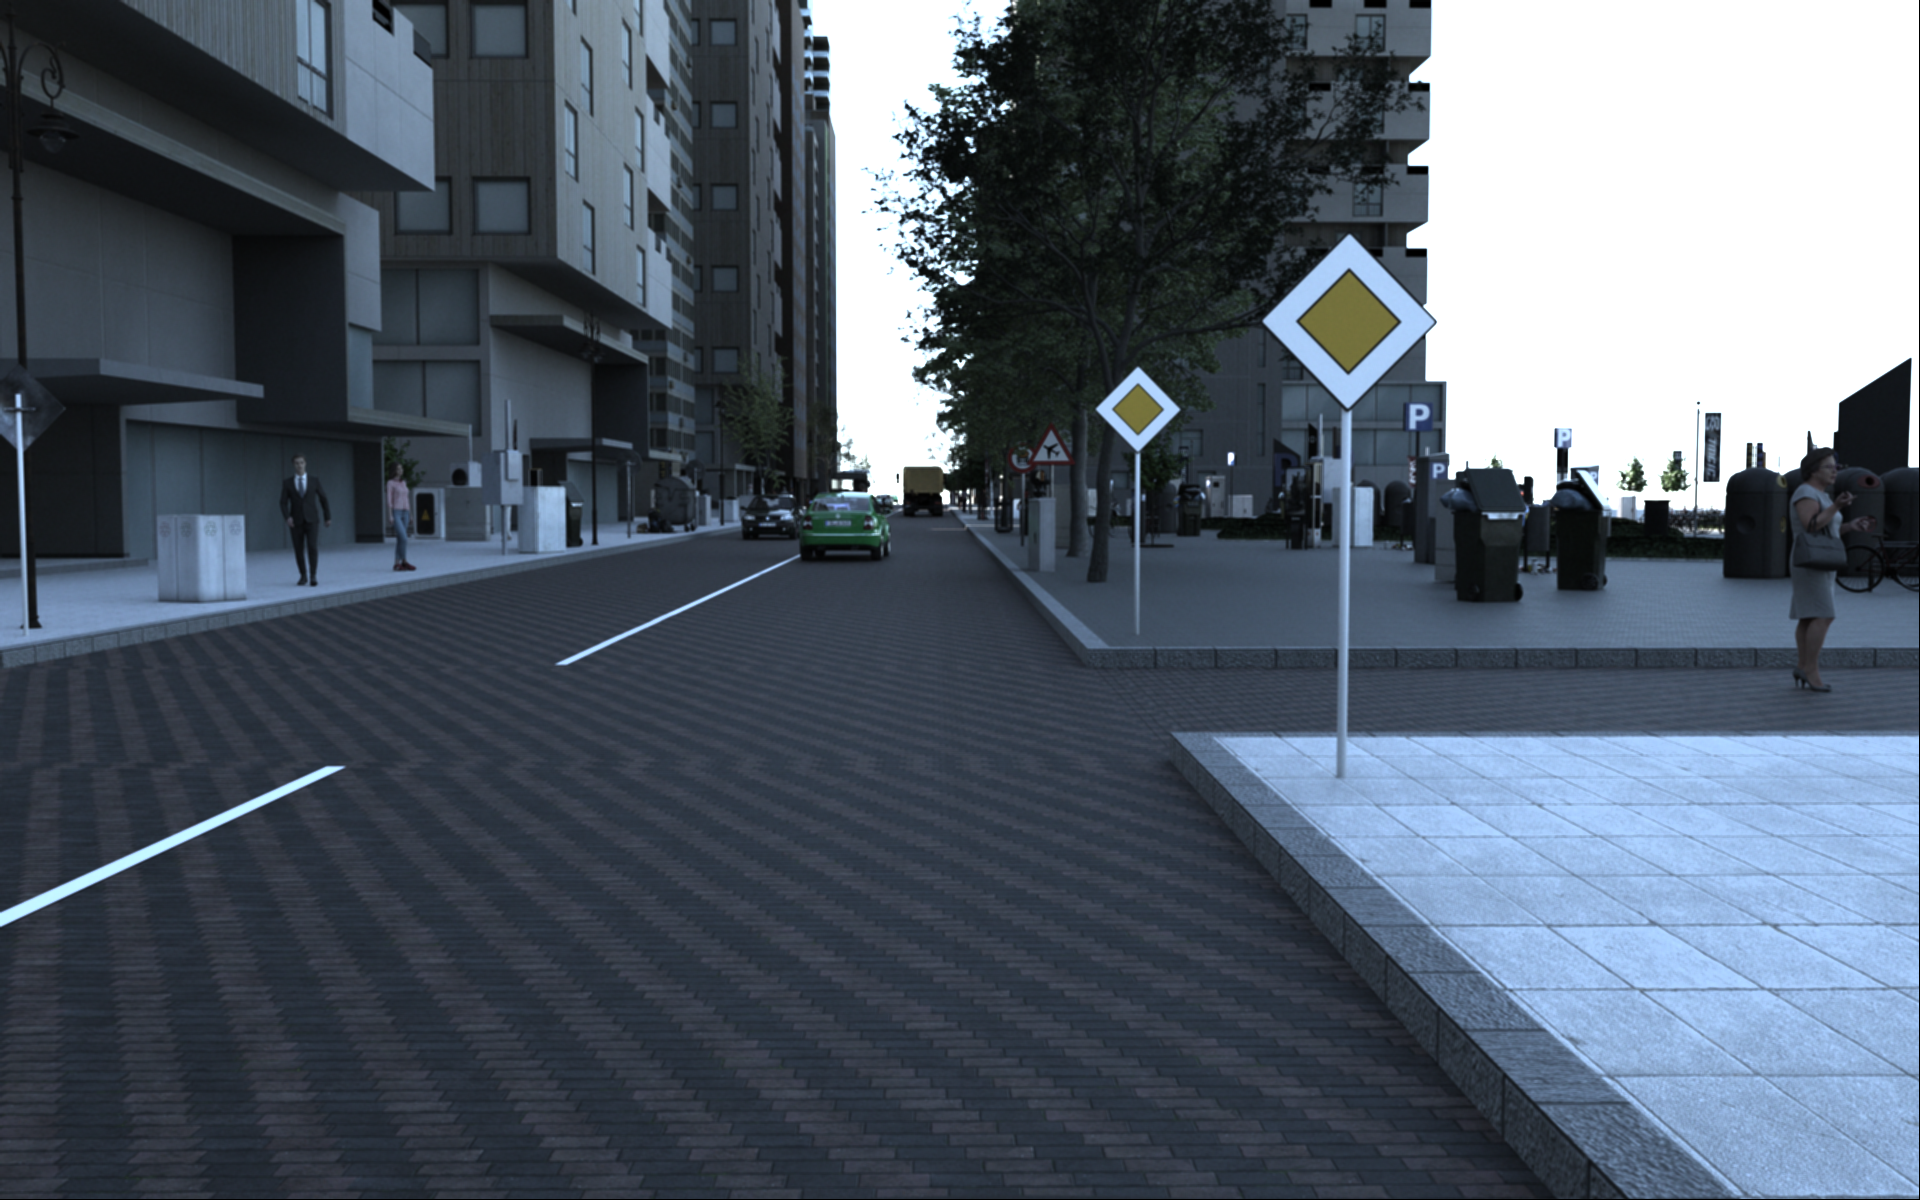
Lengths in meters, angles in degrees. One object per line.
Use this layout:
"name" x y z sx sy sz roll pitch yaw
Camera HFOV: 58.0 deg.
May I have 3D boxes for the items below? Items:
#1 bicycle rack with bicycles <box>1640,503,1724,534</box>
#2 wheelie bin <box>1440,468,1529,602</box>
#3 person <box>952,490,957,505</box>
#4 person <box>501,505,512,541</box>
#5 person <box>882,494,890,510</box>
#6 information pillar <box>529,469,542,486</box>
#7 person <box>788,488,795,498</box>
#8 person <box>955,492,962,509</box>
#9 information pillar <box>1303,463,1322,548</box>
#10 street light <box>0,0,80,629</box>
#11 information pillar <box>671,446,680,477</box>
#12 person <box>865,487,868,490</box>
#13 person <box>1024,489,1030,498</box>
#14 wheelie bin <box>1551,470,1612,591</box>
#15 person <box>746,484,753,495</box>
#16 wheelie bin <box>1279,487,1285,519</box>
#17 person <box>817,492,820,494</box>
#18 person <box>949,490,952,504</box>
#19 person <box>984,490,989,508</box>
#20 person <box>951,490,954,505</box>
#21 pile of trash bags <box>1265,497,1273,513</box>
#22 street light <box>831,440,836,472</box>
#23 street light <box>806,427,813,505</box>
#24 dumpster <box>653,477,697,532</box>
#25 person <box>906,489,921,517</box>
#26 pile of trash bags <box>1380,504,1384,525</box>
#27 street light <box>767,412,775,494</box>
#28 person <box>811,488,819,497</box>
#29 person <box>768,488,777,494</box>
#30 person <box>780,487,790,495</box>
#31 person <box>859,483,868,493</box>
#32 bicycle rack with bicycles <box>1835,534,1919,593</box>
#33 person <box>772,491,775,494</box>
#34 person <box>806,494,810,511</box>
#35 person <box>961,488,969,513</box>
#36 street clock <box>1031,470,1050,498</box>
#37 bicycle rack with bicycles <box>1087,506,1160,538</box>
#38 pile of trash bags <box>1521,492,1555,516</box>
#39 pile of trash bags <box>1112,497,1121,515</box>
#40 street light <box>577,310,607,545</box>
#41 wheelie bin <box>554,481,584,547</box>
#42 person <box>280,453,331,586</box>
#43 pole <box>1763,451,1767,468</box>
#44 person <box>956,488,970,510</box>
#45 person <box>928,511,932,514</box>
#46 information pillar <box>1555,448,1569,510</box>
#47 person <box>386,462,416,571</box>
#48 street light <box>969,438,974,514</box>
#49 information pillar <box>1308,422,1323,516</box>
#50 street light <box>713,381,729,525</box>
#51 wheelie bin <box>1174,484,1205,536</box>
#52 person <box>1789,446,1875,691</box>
"bicycle rack with bicycles" 23.597 -2.619 56.195 2.925 0.926 2.852 0 4 -7
"wheelie bin" 6.295 -0.787 20.771 0.980 1.594 0.693 -1 4 -16
"person" -0.574 -11.704 198.064 0.621 1.740 0.551 0 4 4
"person" -12.398 -2.482 47.175 0.362 1.759 0.519 -1 4 -16
"person" -6.302 -8.315 147.632 0.628 1.438 0.799 2 4 30
"information pillar" -12.330 -2.804 50.332 0.304 2.012 0.304 0 4 3
"person" -11.383 -6.731 117.017 0.541 1.710 0.530 -2 4 -27
"person" -0.106 -8.583 149.611 0.697 1.427 0.421 -1 4 -11
"information pillar" 8.401 -2.249 41.258 0.304 2.012 0.304 -3 5 -41
"street light" -8.888 -2.667 16.397 0.468 5.910 1.993 0 4 -1
"information pillar" -13.985 -5.737 85.160 0.504 3.616 0.183 -3 4 -39
"person" -4.873 -4.849 88.125 0.374 1.781 0.599 -1 4 -15
"person" 6.711 -10.334 174.937 1.348 1.831 0.705 2 4 24
"wheelie bin" 8.340 -0.941 23.292 0.693 1.594 0.980 2 4 31
"person" -10.283 -4.825 85.325 0.834 1.777 0.661 -1 4 -17
"wheelie bin" 14.176 -4.084 74.679 0.980 1.594 0.693 -2 4 -28
"person" -6.361 -4.150 78.952 0.503 1.515 0.523 2 4 30
"person" -1.202 -13.258 223.366 0.434 1.755 0.990 0 4 3
"person" 2.215 -9.077 155.173 0.721 1.735 1.217 3 5 42
"person" -0.868 -12.027 203.355 0.621 1.740 0.551 -1 4 -12
"pile of trash bags" 16.527 -4.855 89.139 1.912 1.369 3.447 1 4 14
"street light" -10.757 -10.680 147.397 0.468 5.910 1.993 0 4 -1
"street light" -10.318 -8.977 119.555 0.468 5.910 1.993 0 4 -1
"dumpster" -9.701 -3.249 58.882 1.264 1.857 1.865 0 4 -1
"person" -2.914 -6.033 107.956 1.217 1.723 0.721 -3 4 -38
"pile of trash bags" 15.250 -3.006 58.900 3.447 1.369 1.912 1 4 20
"street light" -10.057 -7.312 92.334 0.468 5.910 1.993 0 4 -1
"person" -11.831 -8.365 142.828 1.348 1.821 0.705 3 4 39
"person" -11.628 -6.120 107.580 0.593 1.643 0.415 -2 4 -33
"person" -11.459 -6.468 112.531 1.217 1.736 0.721 1 4 22
"person" -3.573 -3.374 63.636 0.573 1.828 0.580 -2 4 -26
"bicycle rack with bicycles" 13.217 -0.580 22.872 2.925 0.926 2.852 2 4 30
"person" -10.472 -5.422 97.913 0.991 1.433 0.599 -3 4 -38
"person" -8.713 -5.355 99.316 0.557 1.426 1.065 0 4 -4
"person" 0.395 -6.949 120.594 0.756 1.711 0.436 -3 4 -38
"street clock" 2.364 -2.917 52.269 0.358 2.002 0.471 3 5 44
"bicycle rack with bicycles" 4.892 -2.303 51.032 2.852 0.926 2.925 2 4 29
"pile of trash bags" 25.685 -4.150 77.611 1.912 1.369 3.447 2 4 35
"pile of trash bags" 6.205 -4.393 81.574 1.912 1.369 3.447 -2 4 -28
"street light" -9.236 -4.333 43.630 0.468 5.910 1.993 0 4 -1
"wheelie bin" -9.580 -2.082 41.955 0.693 1.594 0.980 1 4 19
"person" -9.168 -1.127 24.240 0.659 1.850 0.755 -1 4 -17
"pole" 38.325 -5.426 82.552 0.158 3.312 0.155 0 3 0
"person" 0.299 -8.287 141.532 1.348 1.824 0.705 -2 4 -34
"person" -2.206 -7.139 125.950 0.721 1.735 1.217 -1 4 -18
"information pillar" 23.907 -4.732 68.719 0.504 3.616 0.183 2 4 32
"person" -9.338 -1.393 28.830 0.388 1.821 0.555 1 4 12
"street light" 0.692 -8.493 111.647 0.468 5.910 1.993 0 4 -1
"information pillar" 11.554 -3.980 56.428 0.504 3.616 0.183 1 4 18
"street light" -9.748 -5.998 70.848 0.468 5.910 1.993 0 4 -1
"wheelie bin" 7.037 -2.749 52.861 0.980 1.594 0.693 -1 4 -13
"person" 6.321 -0.232 12.646 0.532 1.782 0.716 3 4 39
